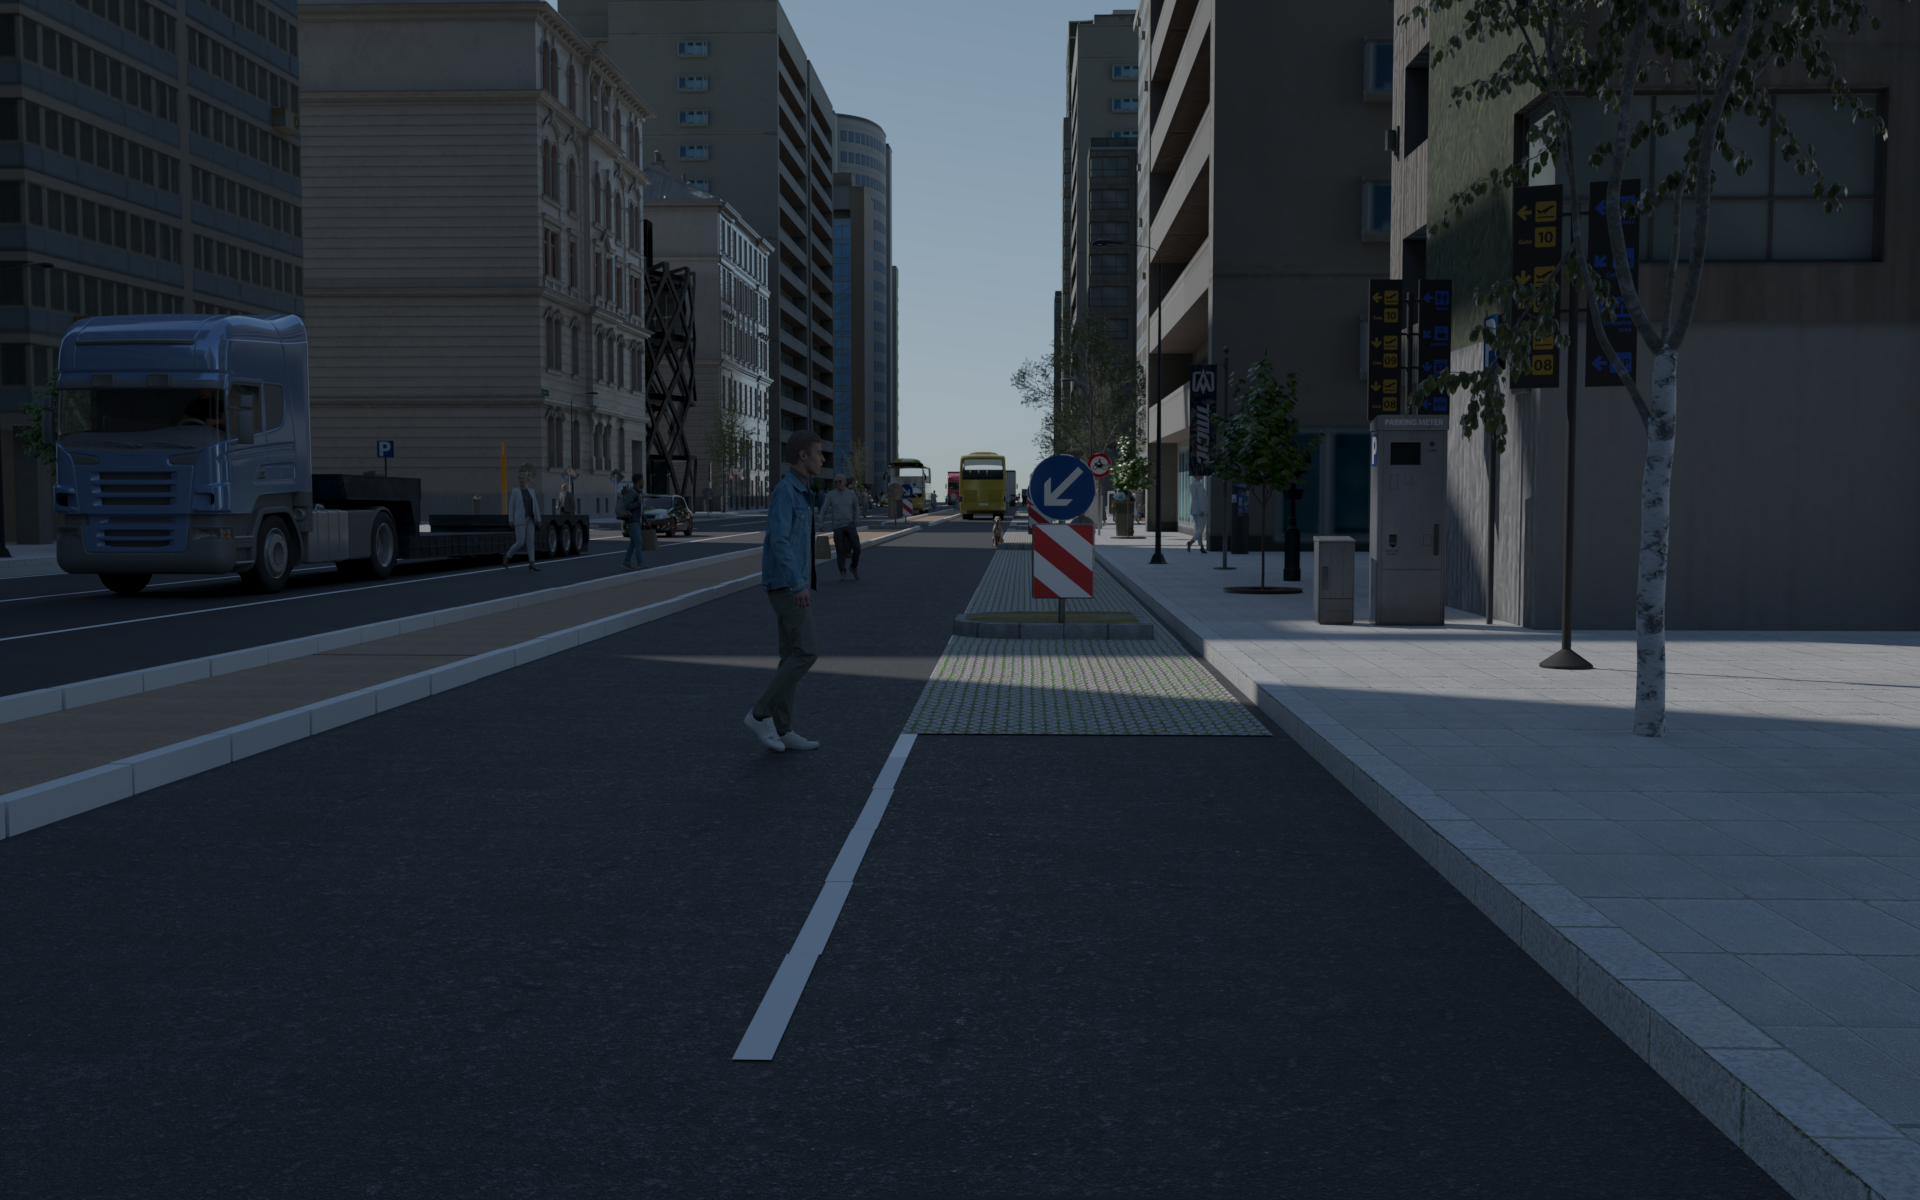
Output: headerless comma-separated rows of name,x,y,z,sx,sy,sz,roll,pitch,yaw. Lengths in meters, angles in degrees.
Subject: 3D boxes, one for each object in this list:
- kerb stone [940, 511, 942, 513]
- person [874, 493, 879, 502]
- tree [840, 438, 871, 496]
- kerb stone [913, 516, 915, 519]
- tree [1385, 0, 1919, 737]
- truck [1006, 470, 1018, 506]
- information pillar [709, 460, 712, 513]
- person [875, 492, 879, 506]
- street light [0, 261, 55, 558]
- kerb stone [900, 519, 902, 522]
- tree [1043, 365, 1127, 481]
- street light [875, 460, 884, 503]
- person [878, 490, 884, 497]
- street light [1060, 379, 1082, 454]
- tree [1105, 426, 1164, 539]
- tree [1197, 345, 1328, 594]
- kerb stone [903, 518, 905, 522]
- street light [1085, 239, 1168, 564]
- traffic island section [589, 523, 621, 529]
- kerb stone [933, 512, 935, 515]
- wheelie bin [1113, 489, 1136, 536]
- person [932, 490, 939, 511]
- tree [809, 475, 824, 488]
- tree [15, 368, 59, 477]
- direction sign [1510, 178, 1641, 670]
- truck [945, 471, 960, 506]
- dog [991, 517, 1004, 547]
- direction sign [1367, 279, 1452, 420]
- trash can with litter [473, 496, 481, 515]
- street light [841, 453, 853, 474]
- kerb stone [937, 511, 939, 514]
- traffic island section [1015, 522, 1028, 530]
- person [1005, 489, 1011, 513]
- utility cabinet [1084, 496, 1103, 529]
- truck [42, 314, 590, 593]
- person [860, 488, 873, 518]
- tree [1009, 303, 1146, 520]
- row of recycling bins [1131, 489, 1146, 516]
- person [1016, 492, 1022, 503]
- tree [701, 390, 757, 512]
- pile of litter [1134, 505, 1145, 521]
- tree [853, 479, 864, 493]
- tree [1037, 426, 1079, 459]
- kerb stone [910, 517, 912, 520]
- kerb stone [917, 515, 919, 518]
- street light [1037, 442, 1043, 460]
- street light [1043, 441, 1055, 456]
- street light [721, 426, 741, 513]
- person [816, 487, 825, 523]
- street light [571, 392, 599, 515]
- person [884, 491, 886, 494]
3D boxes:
kerb stone,-1.592,-6.359,126.194,0.120,0.150,1.000,0,4,2
person,-11.690,-14.373,244.224,0.628,1.438,0.799,2,4,27
tree,-13.342,-16.865,226.099,4.360,8.622,3.978,0,3,0
kerb stone,-2.728,-4.543,96.481,0.120,0.150,1.000,0,4,2
tree,3.813,-3.596,9.149,4.360,8.622,3.978,0,3,0
truck,5.472,-13.378,207.641,2.839,4.237,11.283,0,4,3
information pillar,-17.013,-7.746,117.994,0.183,3.616,0.504,0,4,1
person,-9.541,-11.735,201.094,0.721,1.743,1.217,-1,4,-17
street light,-18.784,-3.806,34.763,1.470,5.913,1.316,0,4,2
kerb stone,-3.119,-3.913,86.220,0.120,0.150,1.000,0,4,2
tree,7.224,-8.733,93.142,4.360,8.622,3.978,0,3,0
street light,-11.042,-16.248,238.192,1.470,5.913,1.316,0,4,2
person,-11.231,-14.874,249.260,1.348,1.821,0.705,-3,5,-39
street light,4.742,-5.947,69.775,1.470,5.913,1.316,0,4,2
tree,4.814,-3.366,49.631,1.663,3.219,1.824,0,3,0
tree,4.076,-1.712,22.595,1.663,3.219,1.824,0,3,0
kerb stone,-3.041,-4.042,88.274,0.120,0.150,1.000,0,4,2
street light,3.099,-3.617,31.685,1.470,5.913,1.316,0,4,2
traffic island section,-15.668,-3.456,78.794,2.009,0.180,2.903,0,4,2
kerb stone,-1.948,-5.797,116.970,0.120,0.150,1.000,0,4,2
wheelie bin,5.039,-2.760,53.039,0.693,1.594,0.980,0,4,6
person,-2.093,-8.378,146.045,0.480,1.755,0.524,1,4,20
tree,-14.184,-10.877,172.446,1.663,3.219,1.824,0,3,0
tree,-19.405,-3.391,39.158,4.285,4.588,4.351,0,3,0
direction sign,4.482,-1.266,12.702,0.876,3.537,0.379,2,4,25
truck,-0.239,-13.923,216.549,2.839,4.237,11.283,0,4,2
dog,1.136,-1.871,47.425,0.800,0.831,0.513,-3,5,-44
direction sign,4.750,-1.612,18.362,0.876,3.537,0.379,0,4,-2
trash can with litter,-18.872,-3.523,68.651,1.678,1.210,2.233,1,4,10
street light,-12.686,-13.527,193.701,1.470,5.913,1.316,0,4,2
kerb stone,-1.757,-6.110,122.099,0.120,0.150,1.000,0,4,2
traffic island section,3.255,-2.924,70.080,2.009,0.180,2.903,0,4,2
person,3.446,-7.403,129.393,0.638,1.841,0.748,1,4,13
utility cabinet,4.895,-3.242,64.168,0.306,1.237,1.020,3,4,36
truck,-10.594,-2.578,31.910,2.967,4.110,18.799,0,4,3
person,-5.784,-5.948,105.873,0.709,1.813,0.853,-3,5,-42
tree,6.891,-9.175,84.420,8.767,10.594,7.601,-2,4,-27
row of recycling bins,9.306,-5.041,89.533,1.069,1.692,3.534,-1,4,-9
person,9.184,-15.897,269.132,1.217,1.735,0.721,1,4,10
tree,-16.515,-10.554,122.915,4.737,8.622,4.395,0,3,0
pile of litter,8.892,-4.145,81.742,1.719,0.858,1.176,1,4,14
tree,-12.784,-13.617,217.239,1.663,3.219,1.824,0,3,0
tree,9.423,-12.768,159.123,4.737,8.622,4.395,0,3,0
kerb stone,-2.844,-4.356,93.412,0.120,0.150,1.000,0,4,2
kerb stone,-2.618,-4.732,99.565,0.120,0.150,1.000,0,4,2
street light,7.807,-11.033,152.925,1.470,5.913,1.316,0,4,2
street light,6.377,-8.679,114.445,1.470,5.913,1.316,0,4,2
street light,-15.579,-8.878,117.703,1.470,5.913,1.316,0,4,2
person,-6.825,-4.668,85.012,0.419,1.800,0.721,1,4,9
street light,-17.100,-6.497,78.765,1.470,5.913,1.316,0,4,2
person,-11.075,-15.477,259.624,0.750,1.759,0.617,0,4,7
